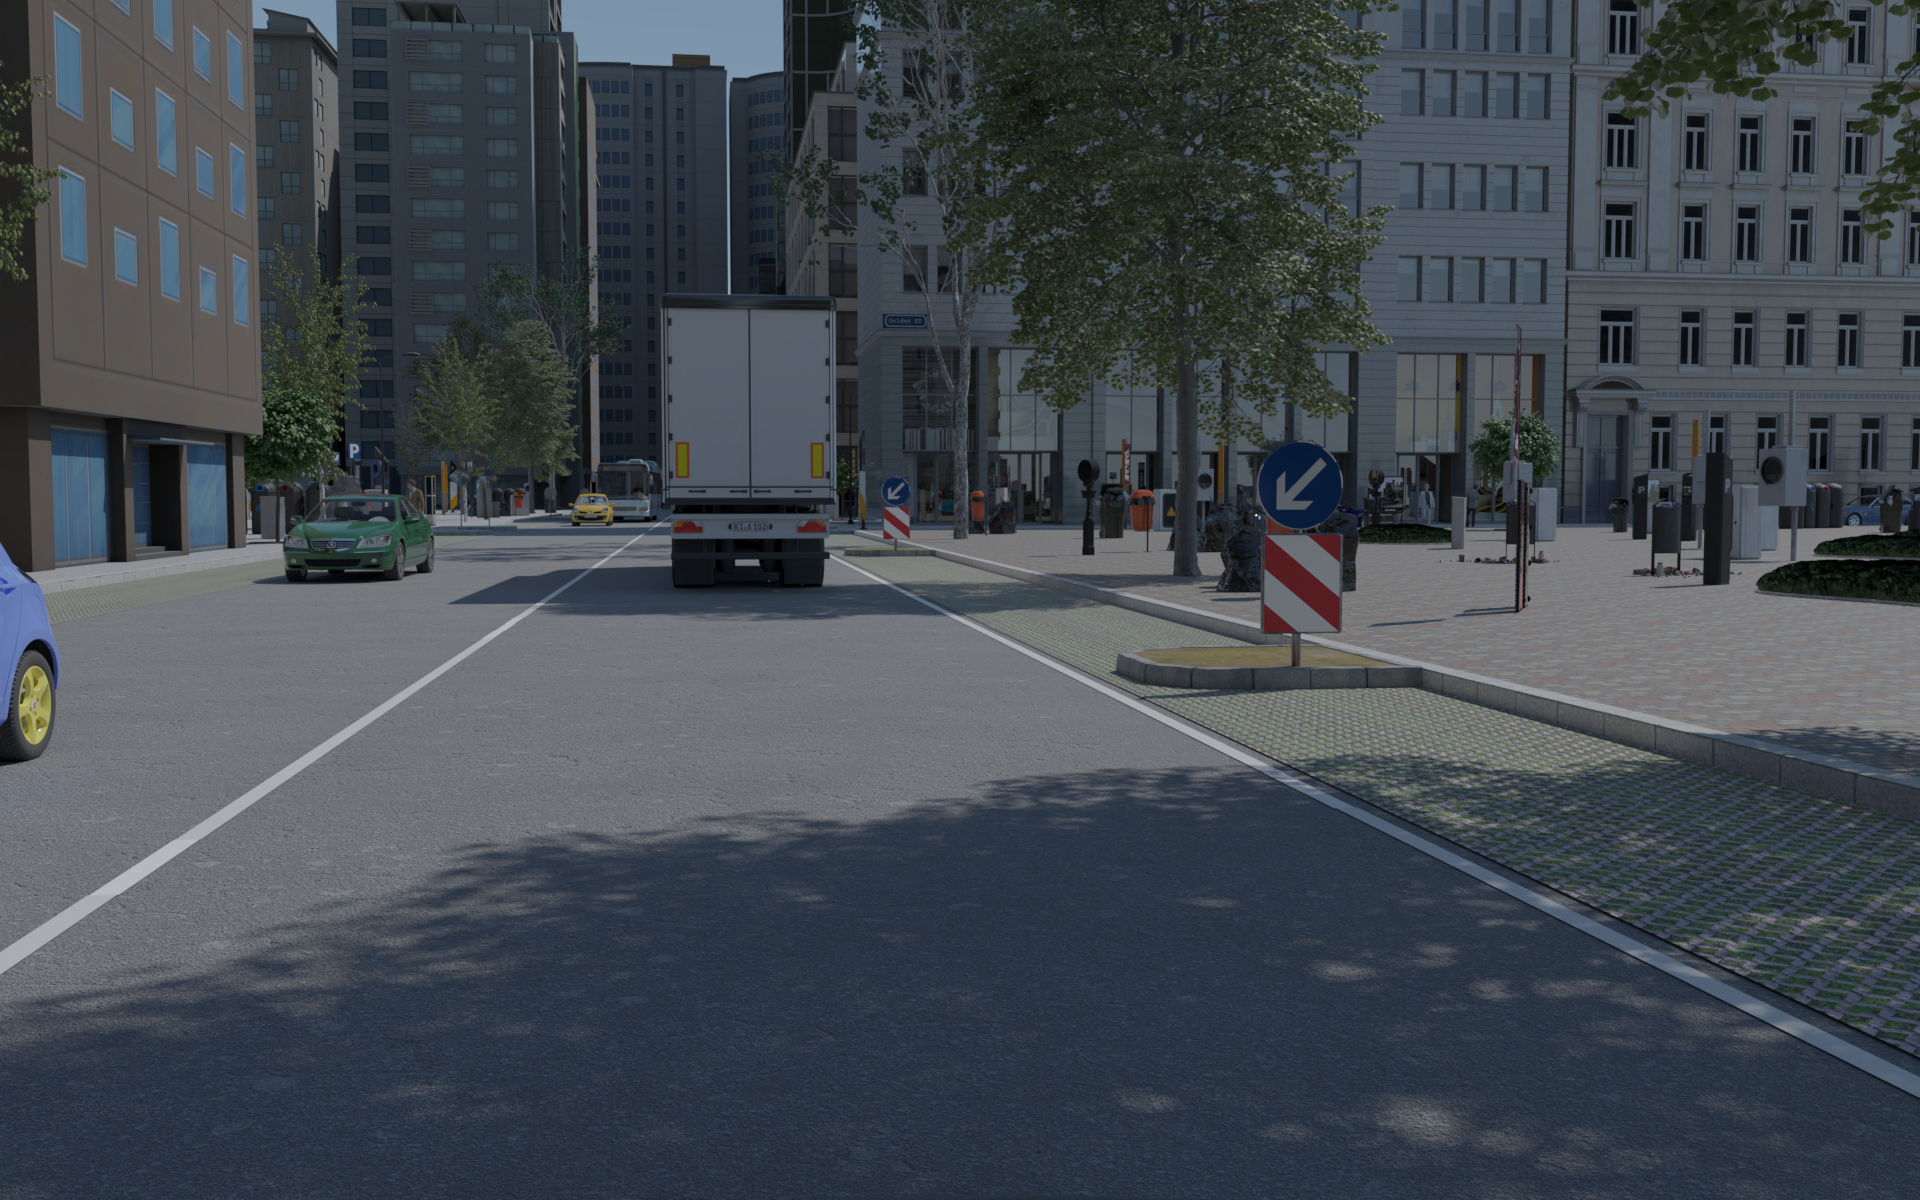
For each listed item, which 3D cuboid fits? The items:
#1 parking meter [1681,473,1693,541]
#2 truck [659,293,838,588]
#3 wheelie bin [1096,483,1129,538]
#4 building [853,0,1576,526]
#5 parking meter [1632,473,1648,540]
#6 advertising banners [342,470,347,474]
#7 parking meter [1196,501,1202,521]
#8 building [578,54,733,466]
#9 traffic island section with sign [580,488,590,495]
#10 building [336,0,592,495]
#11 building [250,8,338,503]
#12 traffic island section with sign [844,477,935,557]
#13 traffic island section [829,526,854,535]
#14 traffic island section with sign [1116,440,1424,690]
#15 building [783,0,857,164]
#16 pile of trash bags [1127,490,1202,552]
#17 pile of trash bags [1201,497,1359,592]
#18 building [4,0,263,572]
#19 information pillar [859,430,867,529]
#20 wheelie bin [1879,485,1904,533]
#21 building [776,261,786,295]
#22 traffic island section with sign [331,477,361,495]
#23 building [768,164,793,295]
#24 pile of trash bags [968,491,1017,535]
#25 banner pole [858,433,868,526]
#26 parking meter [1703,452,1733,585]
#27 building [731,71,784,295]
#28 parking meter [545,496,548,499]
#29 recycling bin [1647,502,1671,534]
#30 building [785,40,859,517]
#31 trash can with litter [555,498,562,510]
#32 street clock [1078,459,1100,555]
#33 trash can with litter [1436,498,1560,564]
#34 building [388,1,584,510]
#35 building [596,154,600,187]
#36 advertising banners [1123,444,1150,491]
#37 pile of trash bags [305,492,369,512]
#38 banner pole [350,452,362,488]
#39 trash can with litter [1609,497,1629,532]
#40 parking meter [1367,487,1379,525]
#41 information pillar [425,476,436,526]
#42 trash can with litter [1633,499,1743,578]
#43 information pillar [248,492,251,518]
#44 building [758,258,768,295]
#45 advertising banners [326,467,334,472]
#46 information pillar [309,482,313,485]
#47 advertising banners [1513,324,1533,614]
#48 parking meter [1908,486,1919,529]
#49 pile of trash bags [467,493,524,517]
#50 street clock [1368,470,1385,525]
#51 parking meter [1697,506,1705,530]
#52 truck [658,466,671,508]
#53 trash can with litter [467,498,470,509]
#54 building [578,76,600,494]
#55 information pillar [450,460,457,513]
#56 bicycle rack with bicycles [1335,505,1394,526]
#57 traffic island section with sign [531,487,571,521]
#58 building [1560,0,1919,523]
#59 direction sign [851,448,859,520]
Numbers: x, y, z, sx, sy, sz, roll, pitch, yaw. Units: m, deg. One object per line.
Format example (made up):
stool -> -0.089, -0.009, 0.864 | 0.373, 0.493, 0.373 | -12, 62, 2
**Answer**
parking meter -> 19.805, -2.538, 47.202 | 0.255, 1.863, 0.399 | 1, 4, 22
truck -> -3.726, -2.508, 29.920 | 2.839, 4.237, 11.283 | 0, 4, -8
wheelie bin -> 4.451, -2.591, 50.267 | 0.980, 1.594, 0.693 | -1, 4, -12
building -> 10.601, -18.326, 77.118 | 29.804, 29.767, 11.434 | -1, 4, -8
parking meter -> 19.186, -2.641, 48.897 | 0.399, 1.863, 0.255 | 1, 4, 10
advertising banners -> -44.874, -7.889, 125.178 | 0.090, 3.025, 2.074 | 0, 4, -3
parking meter -> 8.829, -3.562, 63.951 | 0.255, 1.863, 0.399 | 0, 4, -7
building -> -45.647, -42.344, 234.329 | 28.212, 58.520, 21.231 | -1, 4, -8
traffic island section with sign -> -25.861, -6.791, 119.664 | 1.989, 1.847, 2.006 | -1, 4, -8
building -> -45.969, -44.361, 163.555 | 20.563, 71.187, 20.611 | -1, 4, -8
building -> -83.486, -37.124, 196.215 | 27.495, 52.752, 28.713 | -1, 4, -8
traffic island section with sign -> -1.679, -1.940, 40.354 | 1.989, 1.847, 2.006 | -1, 4, -8
traffic island section -> -4.921, -2.448, 62.314 | 2.009, 0.180, 2.903 | -1, 4, -8
traffic island section with sign -> 2.297, -0.301, 13.549 | 1.989, 1.847, 2.006 | -1, 4, -8
building -> -8.962, -44.858, 171.677 | 20.563, 71.187, 20.611 | -1, 4, -8
pile of trash bags -> 5.330, -1.785, 38.943 | 3.447, 1.369, 1.912 | -2, 4, -24
pile of trash bags -> 4.291, -0.800, 22.833 | 1.912, 1.369, 3.447 | 1, 4, 12
building -> -22.634, -23.395, 32.622 | 14.600, 45.320, 14.200 | -1, 4, -8
information pillar -> -3.541, -4.380, 62.961 | 0.183, 3.616, 0.504 | 1, 4, 13
wheelie bin -> 30.911, -3.031, 57.467 | 0.693, 1.594, 0.980 | 1, 4, 17
building -> -8.061, -18.852, 137.901 | 12.332, 23.373, 15.834 | -1, 4, -8
traffic island section with sign -> -13.986, -1.880, 39.368 | 1.989, 1.847, 2.006 | -1, 4, -8
building -> -9.489, -23.451, 155.126 | 14.160, 30.474, 14.107 | -1, 4, -8
pile of trash bags -> 0.804, -2.801, 55.545 | 1.912, 1.369, 3.447 | 1, 4, 9
banner pole -> -3.913, -4.926, 70.555 | 0.401, 3.779, 0.863 | 0, 4, 7
parking meter -> 10.739, -1.151, 24.534 | 0.399, 1.863, 0.255 | -3, 5, -45
building -> -17.299, -42.605, 238.596 | 28.212, 58.520, 21.231 | -1, 4, -8
parking meter -> -29.869, -7.157, 125.426 | 0.372, 1.533, 0.369 | 0, 3, 0
recycling bin -> 22.653, -2.669, 56.189 | 0.722, 1.027, 0.722 | 1, 4, 17
building -> -0.906, -18.883, 113.248 | 19.350, 26.468, 34.151 | -1, 4, -8
trash can with litter -> -32.064, -7.688, 137.090 | 1.055, 1.170, 0.624 | -3, 5, -45
street clock -> 2.695, -1.941, 36.306 | 0.358, 2.002, 0.471 | -2, 4, -35
trash can with litter -> 10.107, -1.311, 32.491 | 2.233, 1.210, 1.678 | 1, 4, 17
building -> -39.993, -28.395, 147.847 | 14.154, 41.232, 14.086 | -1, 4, -8
building -> -55.641, -33.586, 203.754 | 28.867, 44.769, 22.147 | -1, 4, -8
advertising banners -> 6.244, -3.972, 61.122 | 0.090, 3.025, 2.074 | 2, 4, 34
pile of trash bags -> -27.631, -4.066, 76.239 | 3.447, 1.369, 1.912 | 0, 4, 0
banner pole -> -31.381, -6.105, 89.839 | 0.863, 3.779, 0.401 | 1, 4, 12
trash can with litter -> 22.159, -2.863, 58.193 | 0.624, 1.170, 1.055 | 2, 4, 25
parking meter -> 14.361, -3.170, 60.245 | 0.372, 1.533, 0.369 | 0, 3, 0
information pillar -> -21.230, -3.972, 69.434 | 0.304, 2.012, 0.304 | 0, 4, 5
trash can with litter -> 11.601, -1.003, 27.464 | 2.233, 1.210, 1.678 | -1, 4, -18
information pillar -> -39.071, -6.321, 94.705 | 0.504, 3.616, 0.183 | -1, 4, -16
building -> -17.836, -27.011, 213.334 | 14.160, 30.474, 14.107 | -1, 4, -8
advertising banners -> -41.381, -7.071, 111.795 | 2.074, 3.025, 0.090 | 0, 4, 6
information pillar -> -38.449, -6.018, 102.894 | 0.304, 2.012, 0.304 | 0, 4, -5
advertising banners -> 6.121, -1.387, 18.866 | 0.090, 3.025, 2.074 | 1, 4, 23
parking meter -> 27.083, -2.487, 49.069 | 0.372, 1.533, 0.369 | 0, 3, 0
pile of trash bags -> -26.529, -5.489, 99.489 | 1.912, 1.369, 3.447 | 3, 4, 37
street clock -> 12.323, -2.857, 51.284 | 0.358, 2.002, 0.471 | -2, 4, -26
parking meter -> 26.501, -3.264, 61.773 | 0.372, 1.533, 0.369 | 0, 3, 0
truck -> -30.150, -11.571, 178.103 | 2.839, 4.237, 11.283 | -1, 4, -9
trash can with litter -> -31.809, -6.168, 112.227 | 1.055, 1.170, 0.624 | 1, 4, 9
building -> -45.538, -32.530, 181.970 | 14.600, 45.320, 14.200 | -1, 4, -8
information pillar -> -34.627, -7.769, 118.369 | 0.183, 3.616, 0.504 | 3, 5, 39
bicycle rack with bicycles -> 12.835, -2.666, 56.978 | 2.852, 0.926, 2.925 | 3, 5, 41
traffic island section with sign -> -21.883, -5.146, 92.759 | 1.989, 1.847, 2.006 | -1, 4, -8
building -> 35.060, -18.132, 82.366 | 20.117, 28.700, 13.634 | -1, 4, -8
direction sign -> -5.125, -5.715, 85.443 | 0.379, 3.537, 0.876 | 2, 4, 27
